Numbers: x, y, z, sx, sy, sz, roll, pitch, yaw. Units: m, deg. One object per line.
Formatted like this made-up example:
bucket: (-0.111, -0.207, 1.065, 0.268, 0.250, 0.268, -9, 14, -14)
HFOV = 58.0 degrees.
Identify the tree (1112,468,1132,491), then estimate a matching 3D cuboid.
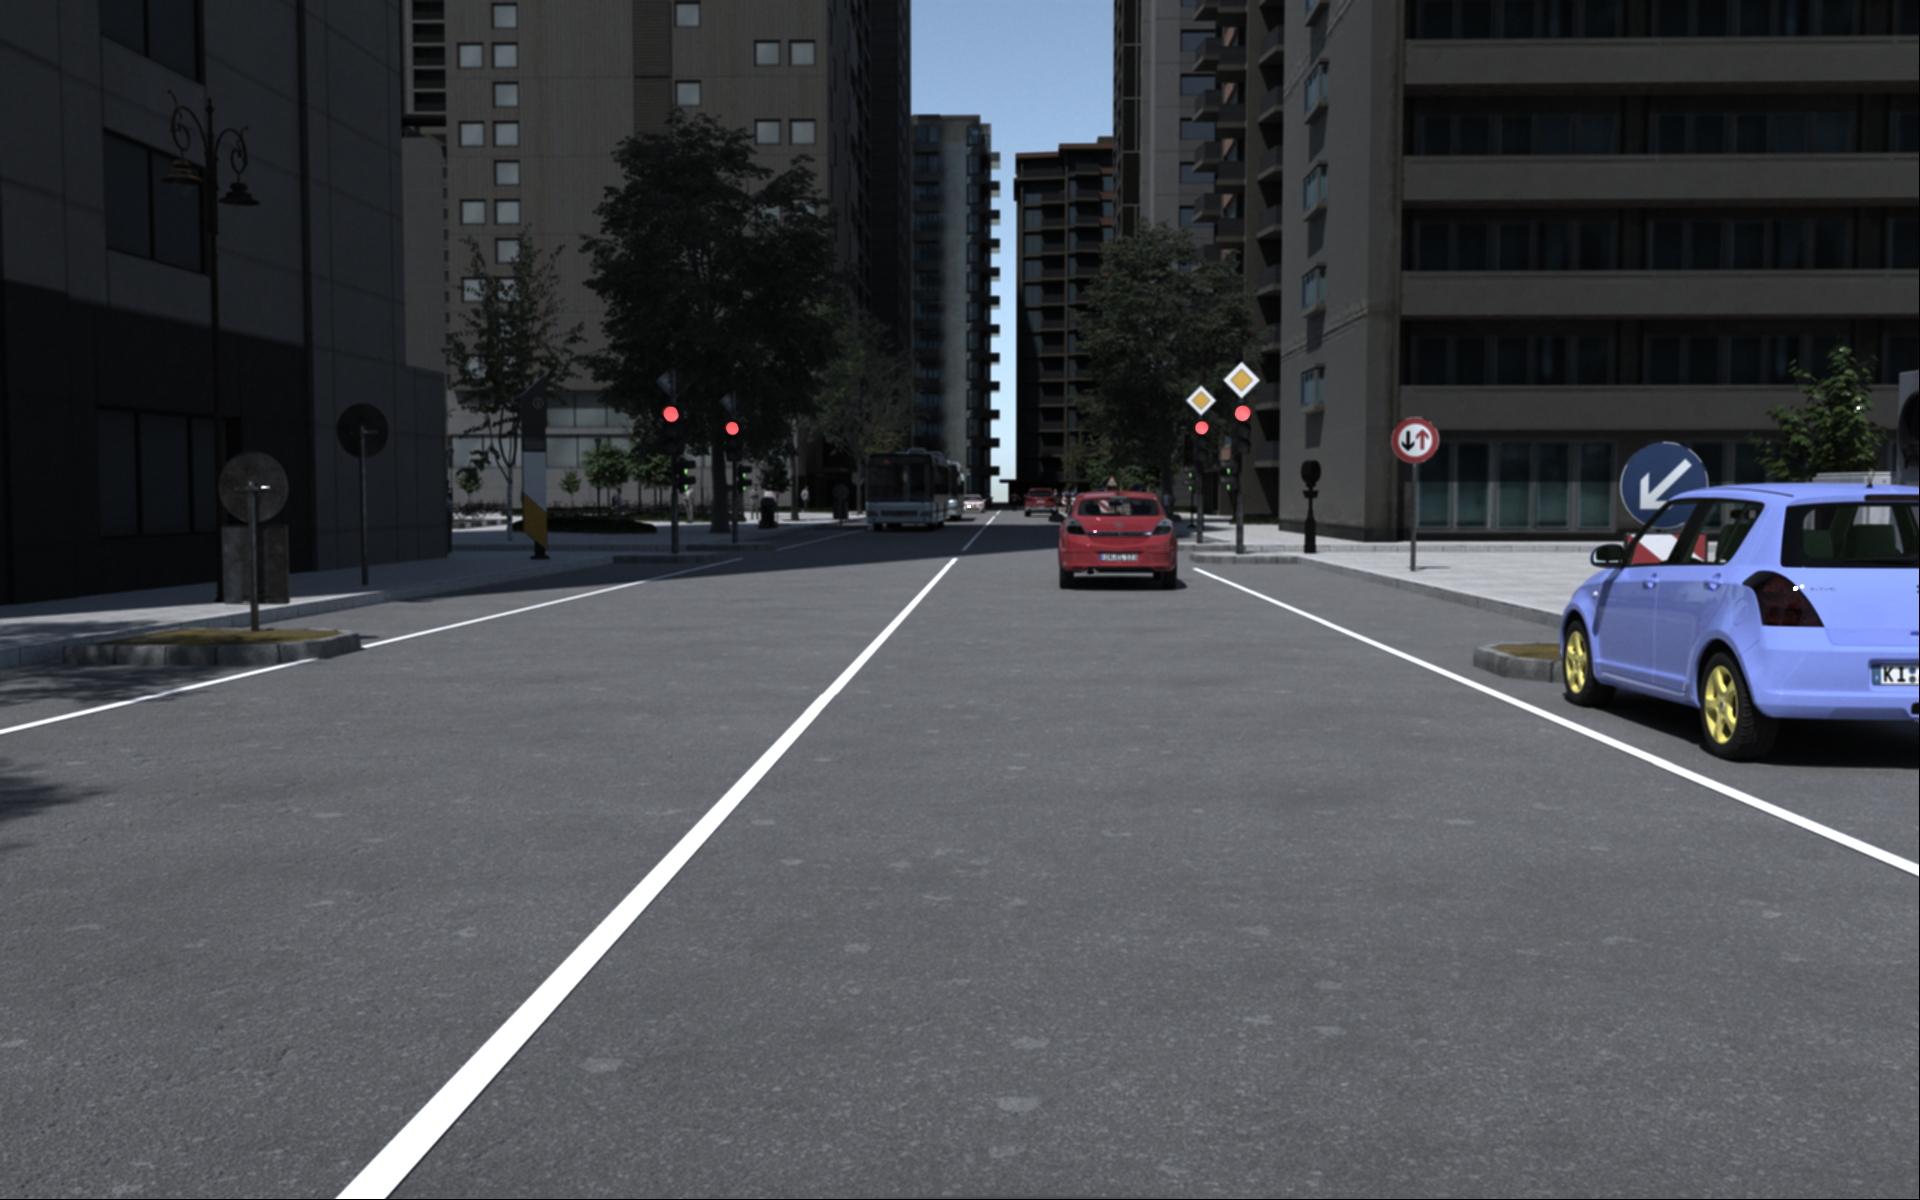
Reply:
tree: (11.671, -8.009, 125.545, 1.663, 3.219, 1.824, 0, 3, 0)

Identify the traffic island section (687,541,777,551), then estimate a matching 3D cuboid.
traffic island section: (-5.901, -1.407, 45.278, 2.009, 0.180, 2.903, 0, 4, 2)

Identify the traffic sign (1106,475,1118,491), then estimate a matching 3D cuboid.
traffic sign: (10.323, -7.202, 117.759, 0.884, 2.594, 0.081, 1, 4, 11)

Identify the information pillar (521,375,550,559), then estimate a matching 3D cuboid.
information pillar: (-8.356, -2.610, 34.023, 0.504, 3.616, 0.183, -3, 4, -37)

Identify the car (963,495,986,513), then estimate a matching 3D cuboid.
car: (0.975, -7.441, 134.023, 2.083, 1.381, 4.827, 0, 3, 0)

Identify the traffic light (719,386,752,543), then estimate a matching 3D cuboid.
traffic light: (-5.861, -3.439, 45.142, 0.839, 4.253, 0.868, 0, 4, 2)

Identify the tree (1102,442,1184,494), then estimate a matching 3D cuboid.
tree: (10.544, -6.744, 93.980, 4.285, 4.588, 4.351, 0, 3, 0)

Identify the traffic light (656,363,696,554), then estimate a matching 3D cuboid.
traffic light: (-6.116, -2.950, 37.161, 0.839, 4.253, 0.868, 0, 4, 2)

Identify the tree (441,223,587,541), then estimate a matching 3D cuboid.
tree: (-12.437, -5.961, 47.825, 4.737, 8.622, 4.395, 0, 3, 0)

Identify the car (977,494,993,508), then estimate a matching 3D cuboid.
car: (2.437, -10.493, 180.604, 2.155, 1.783, 4.494, 0, 4, 3)

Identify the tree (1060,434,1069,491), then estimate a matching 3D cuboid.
tree: (13.244, -15.129, 197.718, 4.737, 8.622, 4.395, 0, 3, 0)

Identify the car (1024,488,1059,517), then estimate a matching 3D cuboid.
car: (5.206, -6.261, 111.046, 2.281, 1.827, 5.304, 0, 4, 4)

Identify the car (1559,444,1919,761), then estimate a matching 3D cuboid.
car: (4.964, -0.061, 10.588, 1.945, 1.707, 3.694, 0, 4, 1)

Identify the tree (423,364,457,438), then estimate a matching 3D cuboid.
tree: (-30.510, -8.983, 97.229, 4.360, 8.622, 3.978, 0, 3, 0)

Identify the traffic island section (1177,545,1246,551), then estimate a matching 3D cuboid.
traffic island section: (6.234, -1.383, 44.887, 2.009, 0.180, 2.903, 0, 4, 2)

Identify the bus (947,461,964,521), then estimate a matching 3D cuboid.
bus: (-1.232, -6.097, 94.543, 2.948, 3.499, 13.247, 0, 4, 2)

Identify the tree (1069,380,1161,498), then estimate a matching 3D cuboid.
tree: (10.549, -10.023, 114.243, 4.737, 8.622, 4.395, 0, 3, 0)

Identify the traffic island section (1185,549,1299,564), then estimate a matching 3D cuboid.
traffic island section: (5.980, -0.895, 36.906, 2.009, 0.180, 2.903, 0, 4, 2)

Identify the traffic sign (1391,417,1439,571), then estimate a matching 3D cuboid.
traffic sign: (7.529, -1.750, 28.714, 0.768, 2.556, 0.104, 1, 4, 11)

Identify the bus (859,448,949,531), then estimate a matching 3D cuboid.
bus: (-2.036, -4.612, 70.258, 2.948, 3.499, 13.247, 0, 4, 2)

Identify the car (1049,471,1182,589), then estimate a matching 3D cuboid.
car: (2.484, -1.137, 27.635, 2.155, 1.783, 4.494, 0, 4, 4)

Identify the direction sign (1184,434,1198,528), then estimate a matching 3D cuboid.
direction sign: (8.841, -4.520, 65.902, 0.876, 3.537, 0.379, -3, 5, -40)

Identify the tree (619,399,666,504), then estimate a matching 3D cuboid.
tree: (-20.688, -10.216, 117.388, 4.360, 8.622, 3.978, 0, 3, 0)

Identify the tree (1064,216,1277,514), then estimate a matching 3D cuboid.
tree: (9.449, -10.531, 78.832, 9.857, 13.997, 8.962, 0, 3, 0)

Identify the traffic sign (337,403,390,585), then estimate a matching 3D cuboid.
traffic sign: (-8.391, -1.483, 24.347, 0.768, 2.556, 0.104, 0, 4, 5)

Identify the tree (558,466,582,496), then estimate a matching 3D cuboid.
tree: (-26.573, -7.543, 117.927, 1.663, 3.219, 1.824, 0, 3, 0)

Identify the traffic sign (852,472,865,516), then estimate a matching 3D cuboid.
traffic sign: (-5.851, -6.070, 99.344, 0.768, 2.556, 0.104, 1, 4, 9)

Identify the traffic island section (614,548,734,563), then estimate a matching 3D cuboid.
traffic island section: (-6.155, -0.918, 37.297, 2.009, 0.180, 2.903, 0, 4, 2)

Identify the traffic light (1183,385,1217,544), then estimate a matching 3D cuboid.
traffic light: (6.195, -3.416, 44.774, 0.839, 4.253, 0.868, 0, 4, 2)

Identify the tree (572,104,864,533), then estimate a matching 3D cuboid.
tree: (-7.964, -9.185, 56.830, 9.857, 13.997, 8.962, 0, 3, 0)

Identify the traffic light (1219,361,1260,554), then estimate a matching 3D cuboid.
traffic light: (5.940, -2.928, 36.793, 0.839, 4.253, 0.868, 0, 4, 2)

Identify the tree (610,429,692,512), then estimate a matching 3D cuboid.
tree: (-14.948, -6.225, 85.495, 4.285, 4.588, 4.351, 0, 3, 0)

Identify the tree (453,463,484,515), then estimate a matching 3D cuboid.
tree: (-29.735, -6.778, 105.414, 1.663, 3.219, 1.824, 0, 3, 0)

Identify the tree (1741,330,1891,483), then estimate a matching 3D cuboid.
tree: (10.482, -1.588, 20.572, 1.663, 3.219, 1.824, 0, 3, 0)

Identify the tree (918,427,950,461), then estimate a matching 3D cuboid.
tree: (-3.161, -14.661, 190.067, 4.360, 8.622, 3.978, 0, 3, 0)

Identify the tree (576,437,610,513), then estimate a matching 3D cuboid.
tree: (-20.183, -7.044, 98.879, 4.285, 4.588, 4.351, 0, 3, 0)

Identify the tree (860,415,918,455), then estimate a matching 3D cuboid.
tree: (-5.713, -11.117, 132.121, 4.360, 8.622, 3.978, 0, 3, 0)

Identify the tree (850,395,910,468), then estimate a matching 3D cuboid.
tree: (-5.785, -10.785, 126.702, 4.737, 8.622, 4.395, 0, 3, 0)

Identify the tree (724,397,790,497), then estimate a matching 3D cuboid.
tree: (-11.197, -9.008, 97.651, 4.360, 8.622, 3.978, 0, 3, 0)

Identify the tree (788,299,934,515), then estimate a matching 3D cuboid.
tree: (-6.396, -12.135, 108.773, 12.009, 13.543, 11.850, 0, 3, 0)

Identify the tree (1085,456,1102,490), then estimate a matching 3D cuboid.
tree: (11.420, -9.383, 137.117, 4.285, 4.588, 4.351, 0, 3, 0)

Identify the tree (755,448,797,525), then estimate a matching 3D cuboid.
tree: (-7.422, -4.690, 71.286, 1.663, 3.219, 1.824, 0, 3, 0)

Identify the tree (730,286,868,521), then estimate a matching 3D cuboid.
tree: (-8.058, -9.585, 82.474, 9.928, 11.665, 9.643, 0, 3, 0)
